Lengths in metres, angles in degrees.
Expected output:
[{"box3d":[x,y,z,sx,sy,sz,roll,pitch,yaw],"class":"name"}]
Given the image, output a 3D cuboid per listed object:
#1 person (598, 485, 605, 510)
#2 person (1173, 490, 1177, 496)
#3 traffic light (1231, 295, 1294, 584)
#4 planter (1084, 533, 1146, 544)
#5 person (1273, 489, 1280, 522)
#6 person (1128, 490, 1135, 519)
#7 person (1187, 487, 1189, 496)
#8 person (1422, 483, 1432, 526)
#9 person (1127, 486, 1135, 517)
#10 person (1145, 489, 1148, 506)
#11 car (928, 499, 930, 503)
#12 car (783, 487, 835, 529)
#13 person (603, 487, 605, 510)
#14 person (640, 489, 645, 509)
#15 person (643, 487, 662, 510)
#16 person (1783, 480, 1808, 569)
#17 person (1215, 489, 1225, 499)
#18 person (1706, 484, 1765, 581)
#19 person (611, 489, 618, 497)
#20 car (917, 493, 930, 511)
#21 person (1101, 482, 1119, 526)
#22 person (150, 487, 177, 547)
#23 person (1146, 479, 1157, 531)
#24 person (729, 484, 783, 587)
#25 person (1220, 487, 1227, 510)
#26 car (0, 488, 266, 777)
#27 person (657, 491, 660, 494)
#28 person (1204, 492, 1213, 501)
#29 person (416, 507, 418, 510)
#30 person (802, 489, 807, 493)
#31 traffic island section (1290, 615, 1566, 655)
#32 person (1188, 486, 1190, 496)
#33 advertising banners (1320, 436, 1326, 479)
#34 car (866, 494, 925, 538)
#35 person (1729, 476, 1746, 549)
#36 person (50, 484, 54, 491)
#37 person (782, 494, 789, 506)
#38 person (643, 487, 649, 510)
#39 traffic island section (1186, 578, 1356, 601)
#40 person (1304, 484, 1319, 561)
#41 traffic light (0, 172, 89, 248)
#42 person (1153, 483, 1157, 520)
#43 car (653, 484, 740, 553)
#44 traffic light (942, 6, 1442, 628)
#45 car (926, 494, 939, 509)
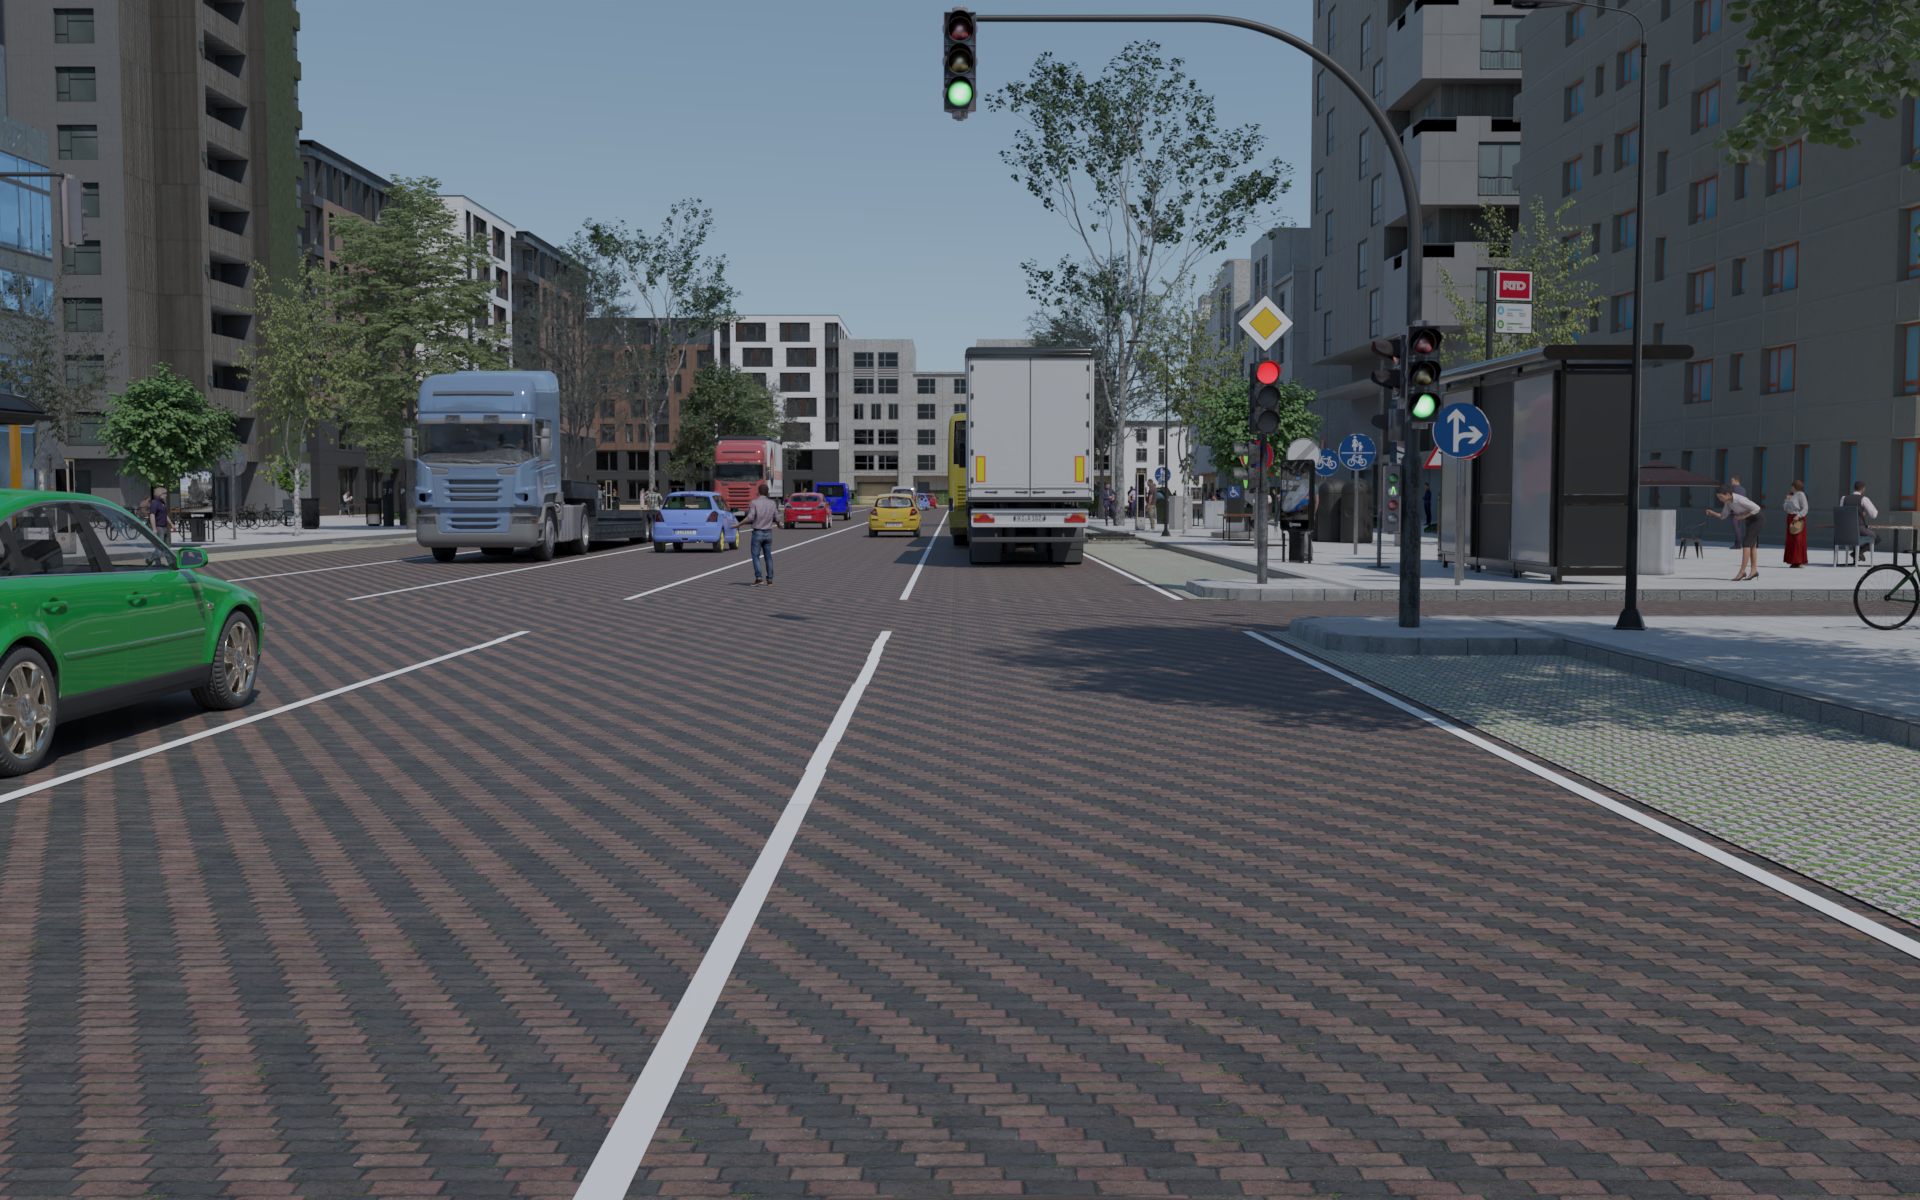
[{"box3d":[-21.398,-5.915,102.835,0.705,1.814,1.350,3,5,39],"class":"person"},{"box3d":[20.332,-9.565,163.906,0.415,1.643,0.593,1,4,20],"class":"person"},{"box3d":[4.296,-2.183,24.614,0.839,4.253,0.868,0,3,0],"class":"traffic light"},{"box3d":[4.285,-1.766,50.012,1.991,0.319,1.994,0,3,0],"class":"planter"},{"box3d":[14.898,-4.487,80.871,0.517,1.644,0.566,-3,5,-45],"class":"person"},{"box3d":[8.969,-4.979,88.385,0.756,1.711,0.436,0,4,-6],"class":"person"},{"box3d":[13.803,-5.996,105.020,0.436,1.711,0.756,0,4,-1],"class":"person"},{"box3d":[19.036,-3.916,70.778,0.504,1.737,0.576,0,4,-4],"class":"person"},{"box3d":[9.819,-5.602,98.329,0.600,1.739,0.565,2,4,27],"class":"person"},{"box3d":[17.249,-9.435,161.025,1.217,1.743,0.721,1,4,13],"class":"person"},{"box3d":[-3.628,-8.763,155.856,1.945,1.354,3.894,0,4,-2],"class":"car"},{"box3d":[-6.300,-3.845,71.901,2.155,1.783,4.494,0,4,-1],"class":"car"},{"box3d":[-21.333,-5.979,104.599,0.445,1.727,0.742,-3,4,-38],"class":"person"},{"box3d":[-27.652,-8.818,150.893,0.551,1.740,0.621,1,4,21],"class":"person"},{"box3d":[-12.277,-3.696,69.648,0.841,1.734,0.376,1,4,23],"class":"person"},{"box3d":[14.490,-1.314,29.993,0.387,1.526,0.523,0,4,-3],"class":"person"},{"box3d":[14.328,-5.348,95.850,0.453,1.535,0.546,2,4,31],"class":"person"},{"box3d":[11.474,-0.999,25.560,0.799,1.438,0.628,-3,5,-42],"class":"person"},{"box3d":[-33.377,-9.856,167.285,1.348,1.812,0.705,3,5,43],"class":"person"},{"box3d":[-3.576,-8.687,151.623,1.945,1.707,3.694,0,4,2],"class":"car"},{"box3d":[6.028,-3.845,69.355,0.683,1.767,0.568,-1,4,-17],"class":"person"},{"box3d":[-14.975,-1.325,32.369,0.471,1.553,0.569,2,4,27],"class":"person"},{"box3d":[6.600,-3.292,59.989,0.434,1.807,0.598,2,4,31],"class":"person"},{"box3d":[-3.072,-1.005,26.883,0.963,1.587,0.435,-3,5,-41],"class":"person"},{"box3d":[17.796,-6.740,116.905,0.551,1.740,0.621,-2,4,-35],"class":"person"},{"box3d":[-5.650,-0.082,10.132,1.959,1.807,4.718,0,4,-1],"class":"car"},{"box3d":[-30.394,-10.213,174.491,0.415,1.643,0.593,-1,4,-16],"class":"person"},{"box3d":[19.082,-7.502,131.922,0.991,1.433,0.599,-1,4,-11],"class":"person"},{"box3d":[-33.104,-6.004,104.933,0.721,1.736,1.217,-2,4,-26],"class":"person"},{"box3d":[-8.612,-5.275,95.439,0.565,1.739,0.600,-1,4,-11],"class":"person"},{"box3d":[4.351,0.339,16.743,2.009,0.180,2.903,0,3,0],"class":"traffic island section"},{"box3d":[15.450,-6.807,117.308,0.705,1.831,1.348,1,4,21],"class":"person"},{"box3d":[10.894,-3.477,53.038,0.090,3.025,2.074,0,4,-3],"class":"advertising banners"},{"box3d":[-2.182,-2.951,58.480,2.015,1.641,3.980,0,4,-1],"class":"car"},{"box3d":[18.052,-2.036,40.257,0.541,1.710,0.530,-2,4,-26],"class":"person"},{"box3d":[-24.061,-2.311,46.041,0.499,1.552,0.429,-1,4,-14],"class":"person"},{"box3d":[-8.367,-4.459,84.640,0.726,1.435,0.776,1,4,16],"class":"person"},{"box3d":[-22.996,-7.477,128.298,0.705,1.824,1.348,3,5,43],"class":"person"},{"box3d":[4.336,-0.150,24.728,2.009,0.180,2.903,0,3,0],"class":"traffic island section"},{"box3d":[6.596,-1.652,33.187,0.598,1.807,0.434,-2,4,-30],"class":"person"},{"box3d":[-14.874,-3.054,24.597,4.771,5.953,1.251,0,3,0],"class":"traffic light"},{"box3d":[9.445,-4.774,84.230,0.434,1.807,0.598,2,4,26],"class":"person"},{"box3d":[-6.585,-2.076,43.542,1.945,1.707,3.694,0,4,1],"class":"car"},{"box3d":[2.219,-2.558,16.483,4.771,5.953,1.251,0,3,0],"class":"traffic light"},{"box3d":[-3.150,-9.905,170.983,2.155,1.783,4.494,0,4,2],"class":"car"}]
